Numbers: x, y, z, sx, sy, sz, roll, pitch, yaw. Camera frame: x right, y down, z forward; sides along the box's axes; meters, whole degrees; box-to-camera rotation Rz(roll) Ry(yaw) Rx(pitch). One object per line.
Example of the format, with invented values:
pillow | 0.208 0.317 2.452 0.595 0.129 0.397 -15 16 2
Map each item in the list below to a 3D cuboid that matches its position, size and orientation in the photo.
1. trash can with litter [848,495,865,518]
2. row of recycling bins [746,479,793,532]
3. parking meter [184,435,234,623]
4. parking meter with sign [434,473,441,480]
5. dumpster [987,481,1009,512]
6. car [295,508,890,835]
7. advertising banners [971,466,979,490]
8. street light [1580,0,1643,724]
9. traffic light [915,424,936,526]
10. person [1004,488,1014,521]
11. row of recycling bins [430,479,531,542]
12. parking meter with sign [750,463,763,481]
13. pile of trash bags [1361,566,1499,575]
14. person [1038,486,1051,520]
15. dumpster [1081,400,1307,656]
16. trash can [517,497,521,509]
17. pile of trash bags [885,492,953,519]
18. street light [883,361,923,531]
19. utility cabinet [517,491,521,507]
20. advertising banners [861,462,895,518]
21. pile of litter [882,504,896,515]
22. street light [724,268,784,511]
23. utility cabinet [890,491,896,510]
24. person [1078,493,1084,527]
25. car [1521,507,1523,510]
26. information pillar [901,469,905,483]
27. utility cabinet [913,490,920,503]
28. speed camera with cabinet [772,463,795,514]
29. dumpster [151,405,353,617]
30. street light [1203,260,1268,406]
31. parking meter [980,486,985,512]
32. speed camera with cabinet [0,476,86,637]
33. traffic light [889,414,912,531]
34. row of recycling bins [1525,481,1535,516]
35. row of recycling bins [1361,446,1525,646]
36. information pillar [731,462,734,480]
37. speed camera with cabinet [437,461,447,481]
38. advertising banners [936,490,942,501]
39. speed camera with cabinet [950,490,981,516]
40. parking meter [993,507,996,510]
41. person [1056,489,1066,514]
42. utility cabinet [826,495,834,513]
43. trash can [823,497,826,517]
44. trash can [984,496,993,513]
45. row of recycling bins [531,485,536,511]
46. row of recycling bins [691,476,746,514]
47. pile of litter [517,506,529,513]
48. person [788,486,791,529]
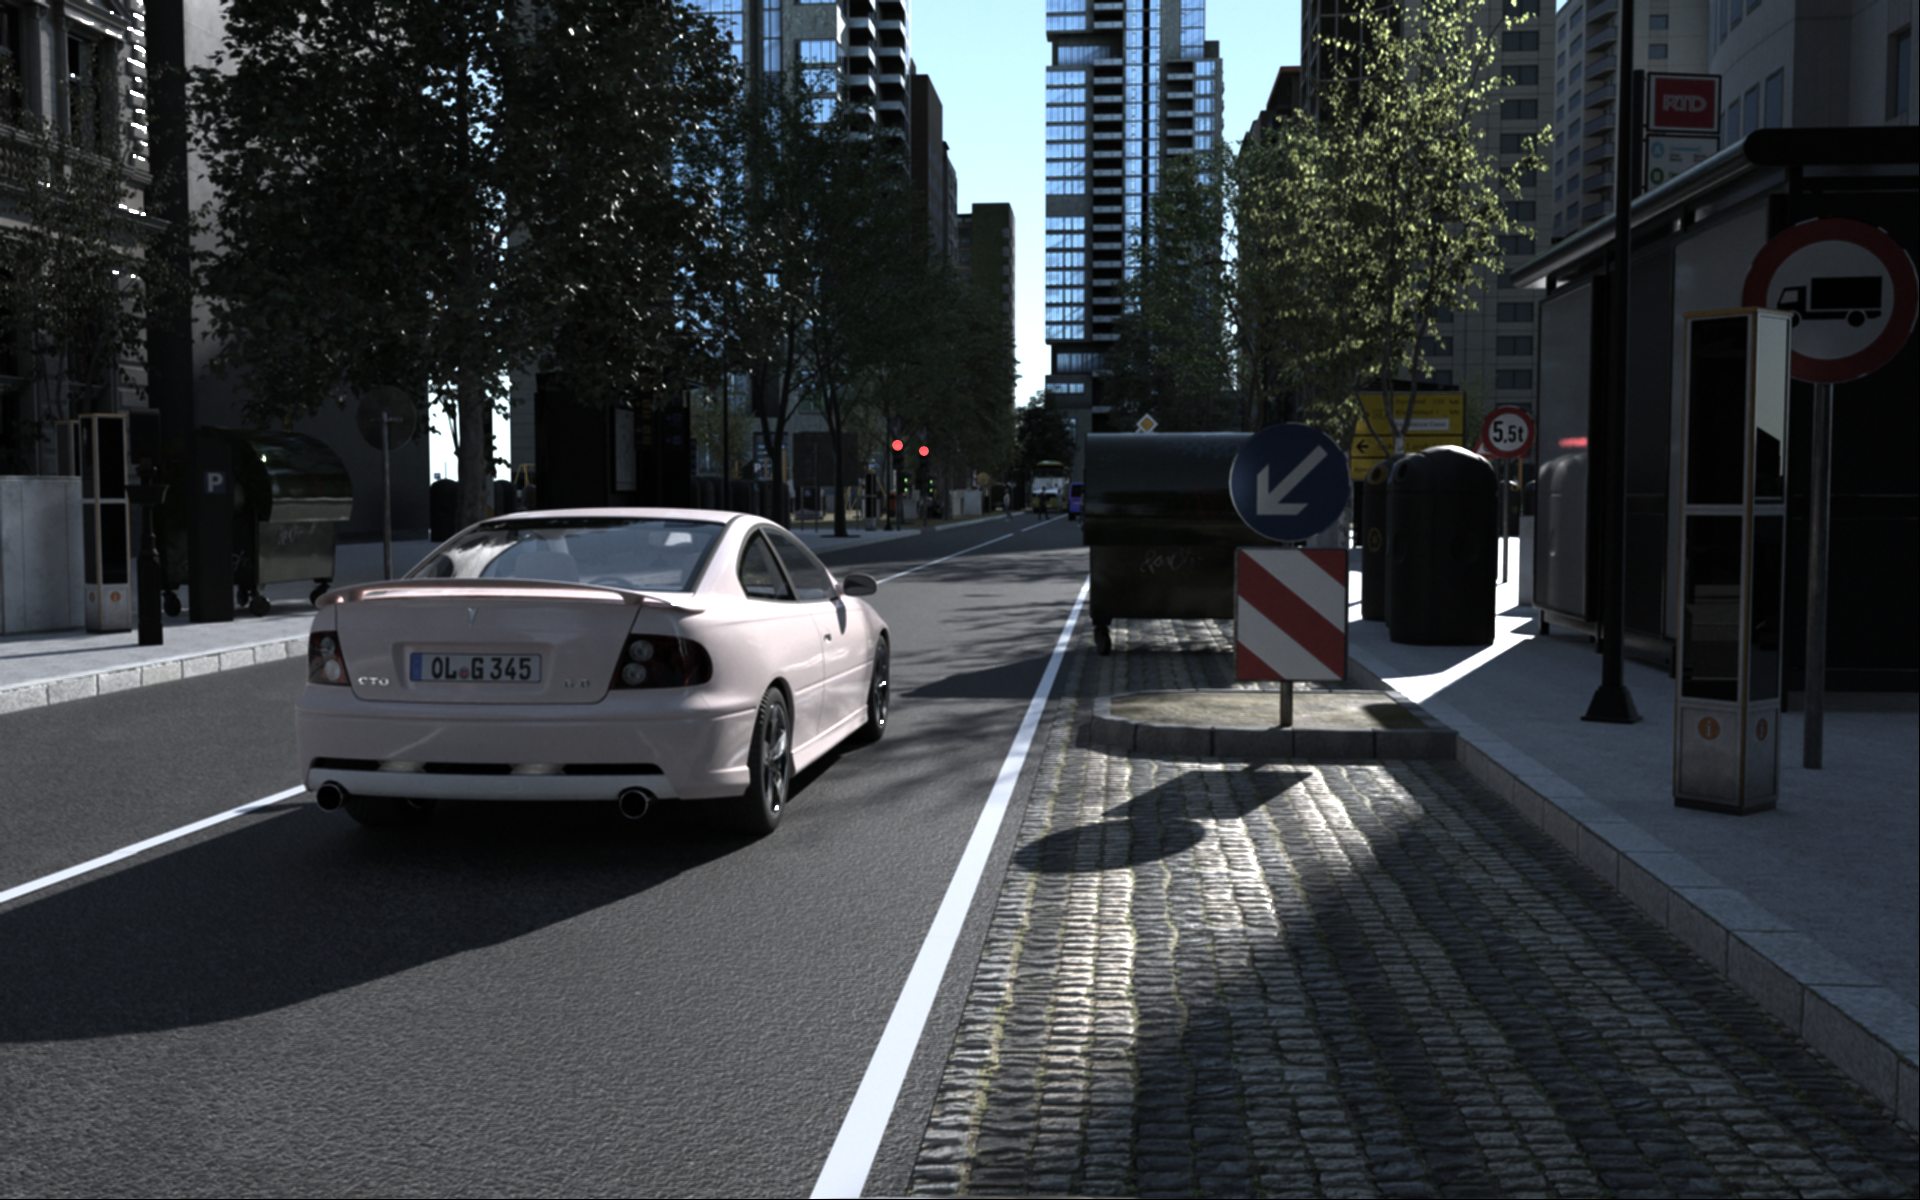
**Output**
trash can with litter | -5.181 -4.965 92.240 1.678 1.210 2.233 -1 4 -18
row of recycling bins | -5.866 -2.554 48.863 1.069 1.692 3.534 1 4 14
parking meter | -7.520 -0.714 17.382 0.255 1.863 0.399 3 4 37
parking meter with sign | -42.300 -8.764 139.552 0.543 3.016 1.738 0 4 -3
dumpster | 2.774 -7.627 127.194 1.502 2.255 1.985 0 4 5
car | -1.531 0.221 8.743 2.083 1.381 4.827 0 4 7
advertising banners | 0.215 -6.920 109.336 2.074 3.025 0.090 1 4 13
street light | 3.164 -2.274 9.714 1.470 5.913 1.316 0 4 5
traffic light | -1.378 -4.877 68.661 0.839 4.253 0.868 0 4 5
person | 2.593 -5.059 91.886 0.598 1.740 0.731 -1 4 -17
row of recycling bins | -13.364 -2.494 47.897 1.069 1.692 3.534 1 4 18
parking meter with sign | -11.683 -6.137 96.600 0.543 3.016 1.738 2 4 25
pile of trash bags | 8.115 -1.178 29.005 1.912 1.369 3.447 0 4 -7
person | 4.636 -5.321 95.269 0.755 1.850 0.659 3 4 37
dumpster | 2.087 -0.653 15.634 1.985 2.255 1.502 0 4 5
trash can | -21.767 -4.534 85.780 0.748 1.137 0.748 0 3 0
pile of trash bags | -2.175 -4.878 89.501 3.447 1.369 1.912 -1 4 -16
street light | -1.979 -5.385 60.586 1.470 5.913 1.316 0 4 5
utility cabinet | -28.983 -6.384 113.054 1.173 1.500 0.318 2 4 29
advertising banners | -4.481 -6.024 94.679 2.074 3.025 0.090 0 4 4
pile of litter | -4.343 -5.733 107.701 1.719 0.858 1.176 1 4 15
street light | -4.310 -3.867 35.768 1.470 5.913 1.316 0 4 5
utility cabinet | -4.340 -6.489 114.771 0.318 1.500 1.173 -2 4 -25
person | 5.416 -4.049 75.299 0.593 1.750 0.643 -2 4 -26
car | 21.879 -3.205 61.192 4.718 1.807 1.959 0 4 7
information pillar | -4.494 -8.856 136.157 0.183 3.616 0.504 -3 5 -44
utility cabinet | -2.449 -5.394 96.864 0.318 1.500 1.173 0 4 -7
speed camera with cabinet | -11.000 -7.038 109.406 0.660 3.252 2.038 3 5 42
dumpster | -7.737 -0.999 18.829 1.502 2.255 1.985 0 4 5
street light | 5.509 -3.782 34.377 1.470 5.913 1.316 0 4 5
parking meter | 1.576 -7.160 122.769 0.399 1.863 0.255 3 5 42
speed camera with cabinet | -8.874 -1.294 15.493 0.660 3.252 2.038 1 4 22
traffic light | -2.131 -4.391 60.712 0.839 4.253 0.868 0 4 5
row of recycling bins | 18.086 -2.810 53.064 3.534 1.692 1.069 0 4 6
row of recycling bins | 4.401 -0.560 16.273 1.069 1.692 3.534 1 4 8
information pillar | -16.680 -8.299 127.048 0.183 3.616 0.504 0 4 5
speed camera with cabinet | -30.595 -6.758 104.822 0.660 3.252 2.038 3 5 43
advertising banners | -0.863 -8.277 131.515 2.074 3.025 0.090 1 4 15
speed camera with cabinet | 0.222 -6.616 102.504 2.038 3.252 0.660 1 4 9
parking meter | 2.680 -7.962 138.585 0.372 1.533 0.369 0 3 0
person | 7.298 -7.103 124.990 0.716 1.782 0.532 0 4 8
utility cabinet | -8.665 -6.529 117.909 1.020 1.237 0.306 2 4 35
trash can | -7.736 -5.130 95.528 0.748 1.137 0.748 0 3 0
trash can | 2.262 -7.492 134.145 0.748 1.137 0.748 0 3 0
row of recycling bins | -18.492 -4.446 79.798 3.534 1.692 1.069 -3 5 -42
row of recycling bins | -5.919 -1.978 39.450 1.069 1.692 3.534 0 4 7
pile of litter | -15.437 -2.904 61.437 1.719 0.858 1.176 -1 4 -13
person | -6.603 -3.457 65.205 0.511 1.800 0.466 3 4 36
